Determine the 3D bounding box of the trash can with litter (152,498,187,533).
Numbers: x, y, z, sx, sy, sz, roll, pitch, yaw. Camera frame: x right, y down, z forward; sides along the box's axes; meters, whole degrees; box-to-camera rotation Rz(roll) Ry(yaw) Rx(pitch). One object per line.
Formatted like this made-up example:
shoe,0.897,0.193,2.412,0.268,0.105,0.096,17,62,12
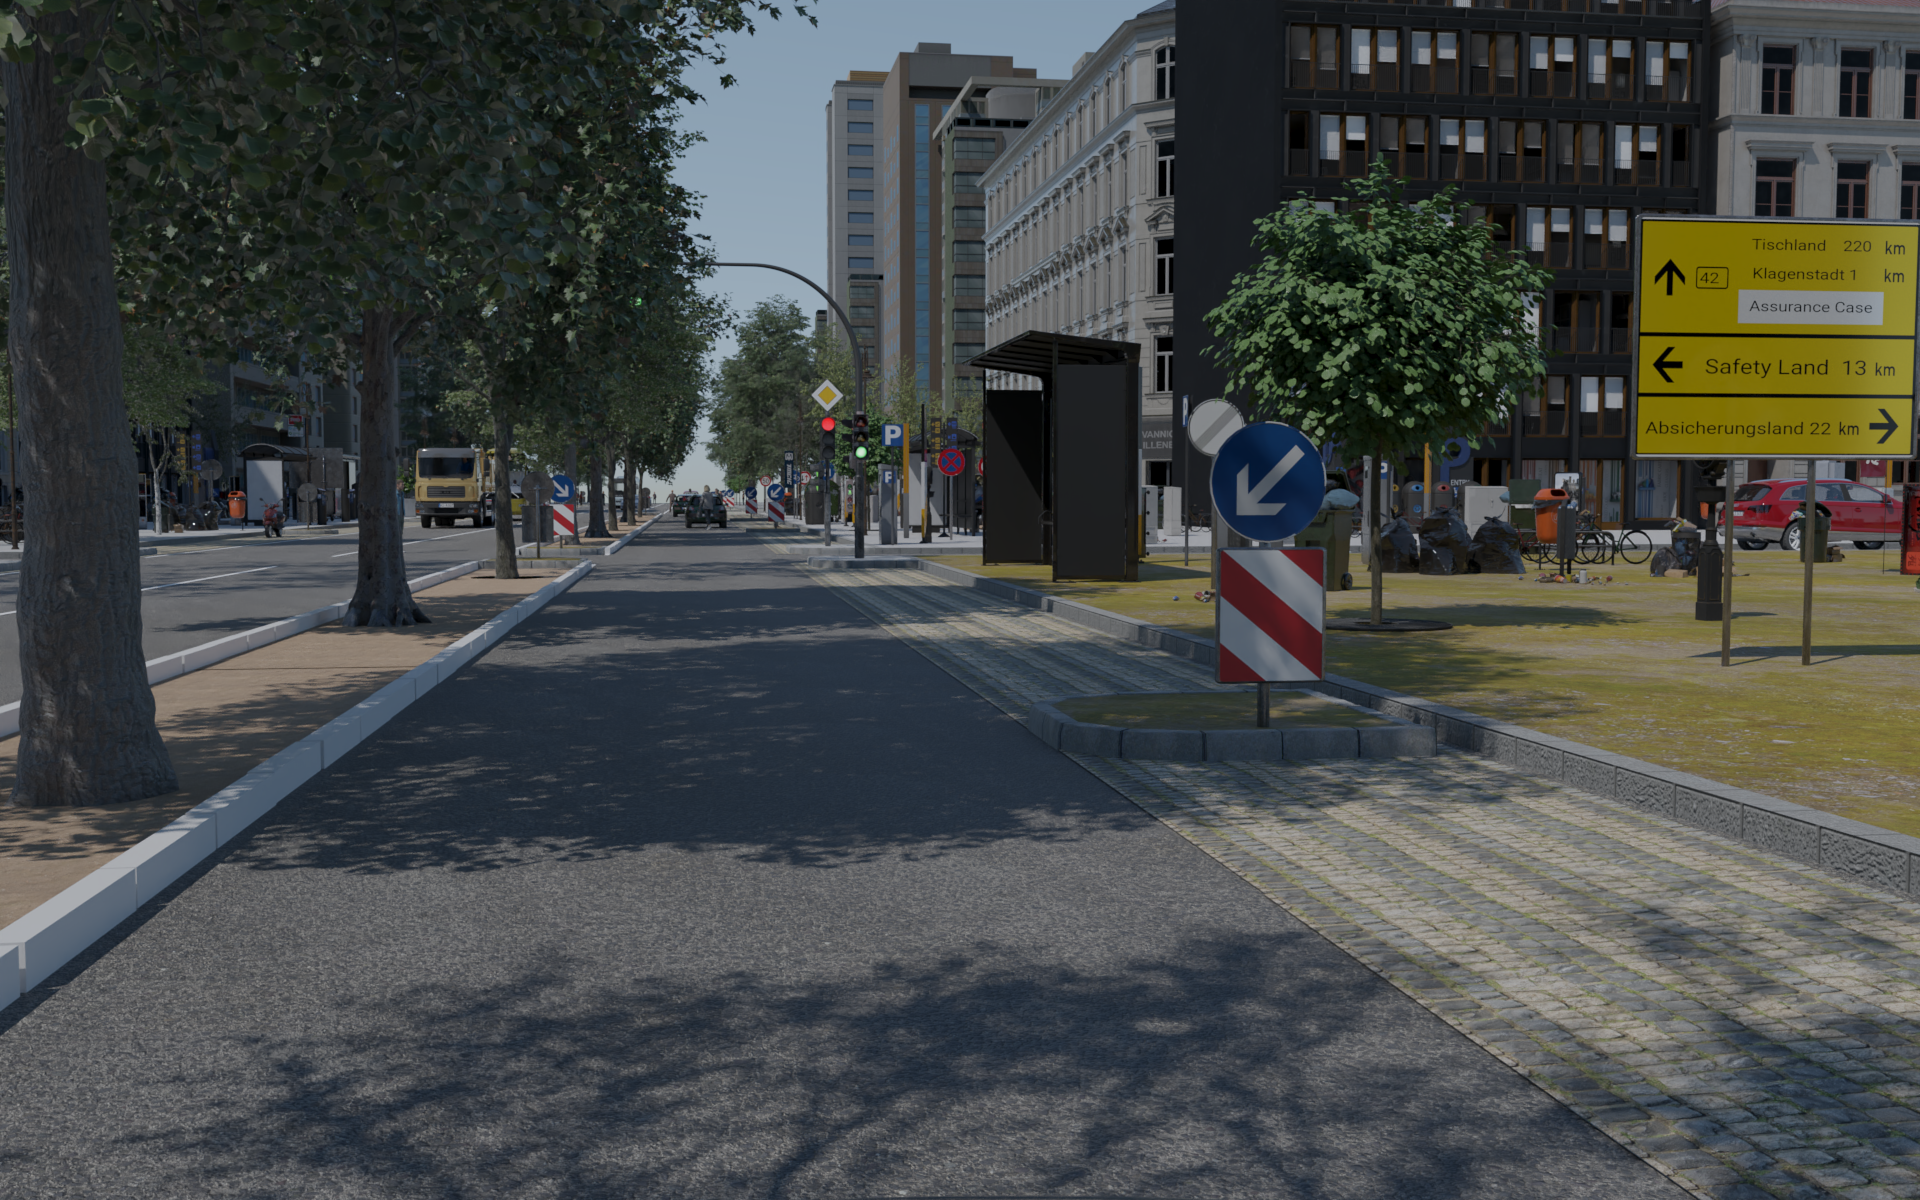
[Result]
trash can with litter,-26.004,-2.788,56.964,1.055,1.170,0.624,-1,4,-20

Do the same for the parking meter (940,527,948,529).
parking meter,-0.614,-3.596,64.498,0.399,1.863,0.255,-3,5,-41

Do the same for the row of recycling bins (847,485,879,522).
row of recycling bins,-4.232,-4.513,80.898,1.069,1.692,3.534,2,4,28

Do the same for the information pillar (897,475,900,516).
information pillar,-3.572,-6.602,99.296,0.183,3.616,0.504,-1,4,-20

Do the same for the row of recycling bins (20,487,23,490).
row of recycling bins,-41.334,-4.321,77.759,1.069,1.692,3.534,-1,4,-11

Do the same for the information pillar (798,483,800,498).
information pillar,-10.786,-6.876,116.912,0.304,2.012,0.304,-1,4,-16

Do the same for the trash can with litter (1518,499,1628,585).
trash can with litter,9.121,-0.884,25.512,1.678,1.210,2.233,2,4,31

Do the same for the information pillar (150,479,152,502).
information pillar,-39.256,-4.842,83.661,0.304,2.012,0.304,-3,5,-43

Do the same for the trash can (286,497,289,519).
trash can,-32.678,-4.384,83.333,0.748,1.137,0.748,0,3,0

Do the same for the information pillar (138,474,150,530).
information pillar,-29.656,-3.560,62.694,0.304,2.012,0.304,3,5,44

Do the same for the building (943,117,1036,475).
building,5.469,-22.335,136.886,14.160,30.474,14.107,-1,4,-9

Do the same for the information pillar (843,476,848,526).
information pillar,-4.501,-4.720,68.530,0.183,3.616,0.504,-1,4,-10

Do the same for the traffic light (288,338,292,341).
traffic light,-17.772,-4.009,40.208,4.771,5.953,1.251,-1,4,-9

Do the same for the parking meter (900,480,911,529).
parking meter,-2.021,-3.579,64.231,0.399,1.863,0.255,3,5,39

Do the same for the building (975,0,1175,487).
building,12.811,-19.705,98.591,17.030,29.872,44.131,-1,4,-9

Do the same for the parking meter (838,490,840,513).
parking meter,-7.451,-5.917,105.158,0.372,1.533,0.369,0,3,0

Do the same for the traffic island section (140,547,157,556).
traffic island section,-19.866,-1.083,39.983,2.009,0.180,2.903,-1,4,-9

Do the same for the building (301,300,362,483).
building,-66.681,-18.362,145.257,27.650,21.520,28.899,-1,4,-9

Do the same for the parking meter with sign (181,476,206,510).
parking meter with sign,-32.629,-4.750,73.926,0.543,3.016,1.738,1,4,22

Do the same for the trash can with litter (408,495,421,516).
trash can with litter,-32.179,-5.467,100.446,2.233,1.210,1.678,-2,4,-33

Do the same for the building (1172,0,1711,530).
building,17.457,-14.436,65.702,15.834,23.373,12.332,-1,4,-9

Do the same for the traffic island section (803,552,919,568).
traffic island section,-1.998,-0.757,34.660,2.009,0.180,2.903,-1,4,-9

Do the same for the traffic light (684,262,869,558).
traffic light,-4.093,-3.634,34.080,4.771,5.953,1.251,-1,4,-9

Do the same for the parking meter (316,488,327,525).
parking meter,-26.252,-3.842,71.222,0.372,1.533,0.369,0,3,0

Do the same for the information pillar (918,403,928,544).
information pillar,-0.932,-3.277,44.941,0.183,3.616,0.504,0,4,6

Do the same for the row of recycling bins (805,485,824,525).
row of recycling bins,-6.116,-4.084,73.887,1.069,1.692,3.534,0,4,-5

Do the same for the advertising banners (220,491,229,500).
advertising banners,-40.228,-6.006,94.385,0.090,3.025,2.074,3,5,41

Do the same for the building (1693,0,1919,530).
building,35.944,-14.133,67.224,21.152,22.565,11.583,-1,4,-9

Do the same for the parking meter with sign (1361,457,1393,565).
parking meter with sign,7.624,-2.154,31.480,0.543,3.016,1.738,0,4,2

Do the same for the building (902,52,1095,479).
building,11.377,-28.432,156.744,32.217,40.220,23.993,-1,4,-9

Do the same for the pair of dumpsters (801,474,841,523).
pair of dumpsters,-6.345,-4.704,79.397,1.574,2.255,4.437,-1,4,-9

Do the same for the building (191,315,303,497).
building,-59.435,-30.358,120.050,21.300,48.544,21.600,-1,4,-9

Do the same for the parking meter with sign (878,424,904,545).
parking meter with sign,-1.809,-2.925,44.086,0.543,3.016,1.738,-1,4,-9

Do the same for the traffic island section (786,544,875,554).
traffic island section,-3.223,-1.240,42.551,2.009,0.180,2.903,-1,4,-9

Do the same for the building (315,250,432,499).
building,-79.938,-32.125,217.125,32.217,40.220,23.993,-1,4,-9

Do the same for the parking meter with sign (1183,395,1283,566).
parking meter with sign,4.858,-2.111,30.780,1.738,3.016,0.543,0,4,-2

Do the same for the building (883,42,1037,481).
building,-0.027,-32.049,174.113,14.600,45.320,14.200,-1,4,-9

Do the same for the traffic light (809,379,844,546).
traffic light,-3.264,-3.273,42.431,0.839,4.253,0.868,-1,4,-9

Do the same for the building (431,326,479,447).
building,-81.913,-39.965,242.664,28.713,52.752,27.495,-1,4,-9

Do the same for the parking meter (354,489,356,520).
parking meter,-30.241,-4.748,86.048,0.372,1.533,0.369,0,3,0

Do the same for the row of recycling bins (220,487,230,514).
row of recycling bins,-41.169,-5.488,96.840,3.534,1.692,1.069,-2,4,-35

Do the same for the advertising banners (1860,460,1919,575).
advertising banners,15.119,-1.897,27.209,2.074,3.025,0.090,3,5,43

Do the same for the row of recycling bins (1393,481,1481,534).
row of recycling bins,15.072,-2.980,55.843,3.534,1.692,1.069,0,4,1

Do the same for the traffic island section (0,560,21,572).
traffic island section,-18.642,-0.600,32.092,2.009,0.180,2.903,-1,4,-9

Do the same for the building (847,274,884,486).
building,-8.067,-27.933,228.398,14.160,30.474,14.107,-1,4,-9

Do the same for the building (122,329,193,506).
building,-52.052,-16.374,97.391,12.332,23.373,15.834,-1,4,-9

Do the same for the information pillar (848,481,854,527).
information pillar,-4.081,-4.639,67.204,0.183,3.616,0.504,1,4,11

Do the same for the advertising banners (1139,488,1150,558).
advertising banners,3.058,-2.315,34.039,0.090,3.025,2.074,3,5,45

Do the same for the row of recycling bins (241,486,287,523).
row of recycling bins,-31.752,-4.400,79.046,1.069,1.692,3.534,0,4,4

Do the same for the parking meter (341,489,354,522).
parking meter,-28.123,-4.333,79.257,0.372,1.533,0.369,0,3,0

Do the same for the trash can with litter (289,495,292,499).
trash can with litter,-40.984,-5.864,106.925,1.678,1.210,2.233,1,4,16

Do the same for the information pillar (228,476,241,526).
information pillar,-29.482,-4.035,70.469,0.304,2.012,0.304,2,4,30

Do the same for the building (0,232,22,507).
building,-49.707,-17.929,79.036,13.634,28.700,20.117,-1,4,-9

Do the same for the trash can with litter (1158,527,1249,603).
trash can with litter,3.385,-0.602,20.896,1.678,1.210,2.233,0,4,-2

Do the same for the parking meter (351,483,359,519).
parking meter,-31.481,-5.168,90.211,0.399,1.863,0.255,3,5,39

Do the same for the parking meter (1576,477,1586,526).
parking meter,21.171,-3.277,59.291,0.399,1.863,0.255,0,4,5

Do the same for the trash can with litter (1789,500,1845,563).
trash can with litter,16.168,-1.298,32.615,1.055,1.170,0.624,-2,4,-34
